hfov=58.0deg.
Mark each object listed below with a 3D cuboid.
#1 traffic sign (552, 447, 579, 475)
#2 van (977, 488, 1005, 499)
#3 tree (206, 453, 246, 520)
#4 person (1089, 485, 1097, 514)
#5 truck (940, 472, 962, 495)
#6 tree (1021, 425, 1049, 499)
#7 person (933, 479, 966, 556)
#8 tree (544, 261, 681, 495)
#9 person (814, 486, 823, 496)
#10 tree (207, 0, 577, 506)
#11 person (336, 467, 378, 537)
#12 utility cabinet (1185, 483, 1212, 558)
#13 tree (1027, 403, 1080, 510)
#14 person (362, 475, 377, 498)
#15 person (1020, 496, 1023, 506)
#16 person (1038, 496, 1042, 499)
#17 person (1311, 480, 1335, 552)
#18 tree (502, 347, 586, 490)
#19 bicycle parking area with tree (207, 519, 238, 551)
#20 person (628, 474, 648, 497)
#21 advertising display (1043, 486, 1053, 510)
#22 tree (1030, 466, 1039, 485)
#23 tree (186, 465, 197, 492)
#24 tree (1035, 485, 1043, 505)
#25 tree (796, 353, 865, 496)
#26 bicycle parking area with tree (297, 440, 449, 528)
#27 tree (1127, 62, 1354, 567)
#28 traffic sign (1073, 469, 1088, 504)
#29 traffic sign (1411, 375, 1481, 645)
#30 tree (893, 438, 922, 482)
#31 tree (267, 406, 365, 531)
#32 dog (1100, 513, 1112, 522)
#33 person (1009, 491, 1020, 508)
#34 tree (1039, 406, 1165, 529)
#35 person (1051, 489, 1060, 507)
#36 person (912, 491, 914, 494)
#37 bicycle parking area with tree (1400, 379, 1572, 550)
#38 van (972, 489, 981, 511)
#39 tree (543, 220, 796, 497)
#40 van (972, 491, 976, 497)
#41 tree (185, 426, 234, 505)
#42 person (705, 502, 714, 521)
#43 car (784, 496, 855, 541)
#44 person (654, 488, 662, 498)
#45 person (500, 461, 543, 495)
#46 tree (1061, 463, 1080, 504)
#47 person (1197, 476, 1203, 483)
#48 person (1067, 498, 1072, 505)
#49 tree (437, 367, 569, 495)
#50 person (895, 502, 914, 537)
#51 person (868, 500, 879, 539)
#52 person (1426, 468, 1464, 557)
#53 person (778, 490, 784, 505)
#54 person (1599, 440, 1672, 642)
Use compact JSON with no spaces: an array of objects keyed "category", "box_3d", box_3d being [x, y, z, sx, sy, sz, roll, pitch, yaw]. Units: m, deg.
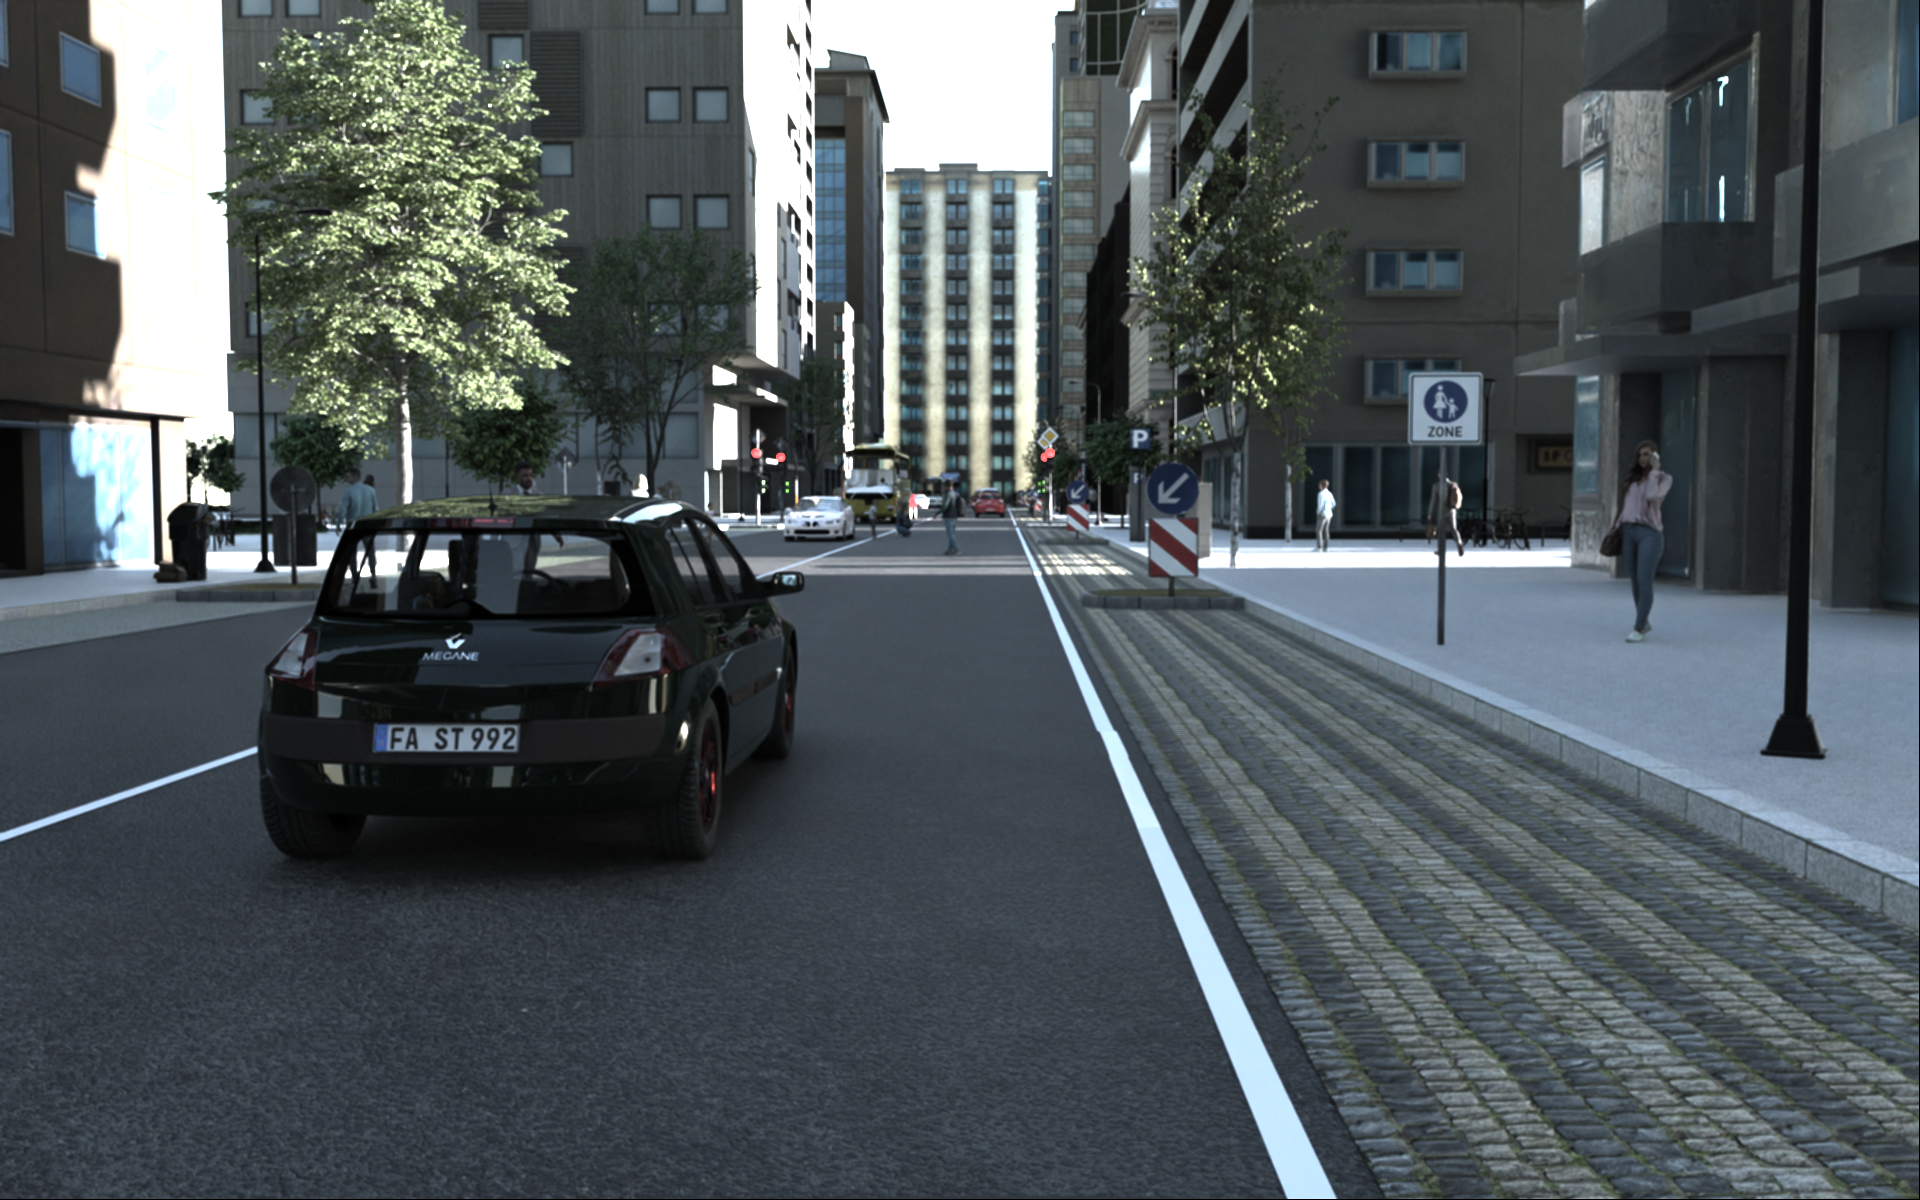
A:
[{"category":"traffic sign","box_3d":[-10.948,-2.954,48.036,0.795,2.593,0.064,0,4,7]},{"category":"van","box_3d":[2.158,-7.105,123.172,2.013,2.044,4.112,0,4,2]},{"category":"tree","box_3d":[-34.802,-5.381,82.587,1.663,3.219,1.824,0,3,0]},{"category":"person","box_3d":[8.531,-6.428,110.987,0.661,1.843,0.795,3,5,40]},{"category":"truck","box_3d":[-1.166,-14.035,219.232,2.967,4.110,18.799,0,4,1]},{"category":"tree","box_3d":[8.489,-14.382,185.513,4.737,8.622,4.395,0,3,0]},{"category":"person","box_3d":[-0.224,-1.921,40.253,0.721,1.781,0.623,1,4,16]},{"category":"tree","box_3d":[-11.346,-6.433,55.549,4.360,8.622,3.978,0,3,0]},{"category":"person","box_3d":[-10.438,-7.462,127.822,0.659,1.850,0.755,0,4,3]},{"category":"tree","box_3d":[-12.164,-7.303,37.529,7.486,12.596,7.792,0,3,0]},{"category":"person","box_3d":[-9.108,-1.092,26.220,0.638,1.841,0.748,-2,4,-30]},{"category":"utility cabinet","box_3d":[4.771,-1.599,34.830,0.318,1.500,1.173,0,4,-4]},{"category":"tree","box_3d":[7.559,-11.580,139.699,4.360,8.622,3.978,0,3,0]},{"category":"person","box_3d":[-15.702,-2.407,45.670,0.793,1.790,0.793,-1,4,-11]},{"category":"person","box_3d":[7.109,-11.686,200.241,0.551,1.740,0.621,3,5,45]},{"category":"person","box_3d":[9.860,-12.921,218.025,0.721,1.735,1.217,-3,5,-39]},{"category":"person","box_3d":[8.102,-1.880,38.590,0.589,1.601,0.330,-2,4,-35]},{"category":"tree","box_3d":[-20.666,-8.203,84.476,4.737,8.622,4.395,0,3,0]},{"category":"bicycle parking area with tree","box_3d":[-21.076,-3.268,40.438,8.231,4.147,9.016,0,4,-6]},{"category":"person","box_3d":[-6.113,-1.465,32.641,0.526,1.800,0.537,3,5,44]},{"category":"advertising display","box_3d":[7.269,-8.425,142.959,0.974,1.923,0.123,-3,5,-41]},{"category":"tree","box_3d":[7.257,-8.306,119.516,4.285,4.588,4.351,0,3,0]},{"category":"tree","box_3d":[-43.744,-6.295,97.518,1.663,3.219,1.824,0,3,0]},{"category":"tree","box_3d":[9.817,-13.053,208.022,1.663,3.219,1.824,0,3,0]},{"category":"tree","box_3d":[-10.502,-12.060,122.944,9.928,11.665,9.643,0,3,0]},{"category":"bicycle parking area with tree","box_3d":[-22.791,-4.948,67.903,8.231,4.147,9.016,-1,4,-12]},{"category":"tree","box_3d":[4.836,-4.895,30.400,4.737,8.622,4.395,0,3,0]},{"category":"traffic sign","box_3d":[6.148,-5.429,88.770,0.884,2.594,0.081,1,4,11]},{"category":"traffic sign","box_3d":[4.091,-0.767,14.673,0.606,2.300,0.079,0,4,4]},{"category":"tree","box_3d":[-6.876,-16.654,222.654,4.737,8.622,4.395,0,3,0]},{"category":"tree","box_3d":[-22.394,-4.693,60.451,4.285,4.588,4.351,0,3,0]},{"category":"dog","box_3d":[6.771,-3.840,80.518,0.748,0.427,0.550,-1,4,-10]},{"category":"person","box_3d":[5.651,-10.330,178.212,1.217,1.723,0.721,-1,4,-19]},{"category":"tree","box_3d":[6.106,-4.940,64.491,4.285,4.588,4.351,0,3,0]},{"category":"person","box_3d":[7.040,-7.338,126.289,0.678,1.792,0.850,-1,4,-15]},{"category":"person","box_3d":[-5.349,-11.652,199.030,0.705,1.821,1.348,0,4,-5]},{"category":"bicycle parking area with tree","box_3d":[15.694,-3.458,43.544,8.231,4.147,9.016,0,4,4]},{"category":"van","box_3d":[2.028,-8.524,146.376,2.013,2.044,4.112,0,4,3]},{"category":"tree","box_3d":[-11.415,-8.494,64.635,9.928,11.665,9.643,0,3,0]},{"category":"van","box_3d":[2.402,-12.142,205.539,2.013,2.044,4.112,0,4,2]},{"category":"tree","box_3d":[-62.523,-11.133,144.933,11.467,7.101,20.602,0,4,-6]},{"category":"person","box_3d":[-6.768,-2.026,46.639,0.382,1.210,0.505,1,4,17]},{"category":"car","box_3d":[-4.349,-2.553,54.107,2.083,1.381,4.827,0,4,2]},{"category":"person","box_3d":[-10.545,-3.202,60.991,0.523,1.515,0.503,2,4,34]},{"category":"person","box_3d":[-4.738,-0.613,18.799,0.678,1.792,0.850,-3,5,-39]},{"category":"tree","box_3d":[7.114,-6.989,108.868,1.663,3.219,1.824,0,3,0]},{"category":"person","box_3d":[6.887,-2.612,49.026,0.573,1.790,0.520,-1,4,-21]},{"category":"person","box_3d":[9.582,-8.992,153.029,0.822,1.834,0.622,-1,4,-22]},{"category":"tree","box_3d":[-11.717,-3.721,44.548,4.285,4.588,4.351,0,3,0]},{"category":"person","box_3d":[-1.823,-2.722,58.511,0.738,1.151,1.012,1,4,9]},{"category":"person","box_3d":[-2.758,-2.578,55.330,0.352,1.250,0.332,0,3,0]},{"category":"person","box_3d":[9.999,-1.814,35.665,0.622,1.834,0.822,-1,4,-13]},{"category":"person","box_3d":[-13.190,-7.444,128.018,0.793,1.790,0.793,0,4,1]},{"category":"person","box_3d":[5.985,-0.523,15.187,0.643,1.750,0.593,-2,4,-33]}]
